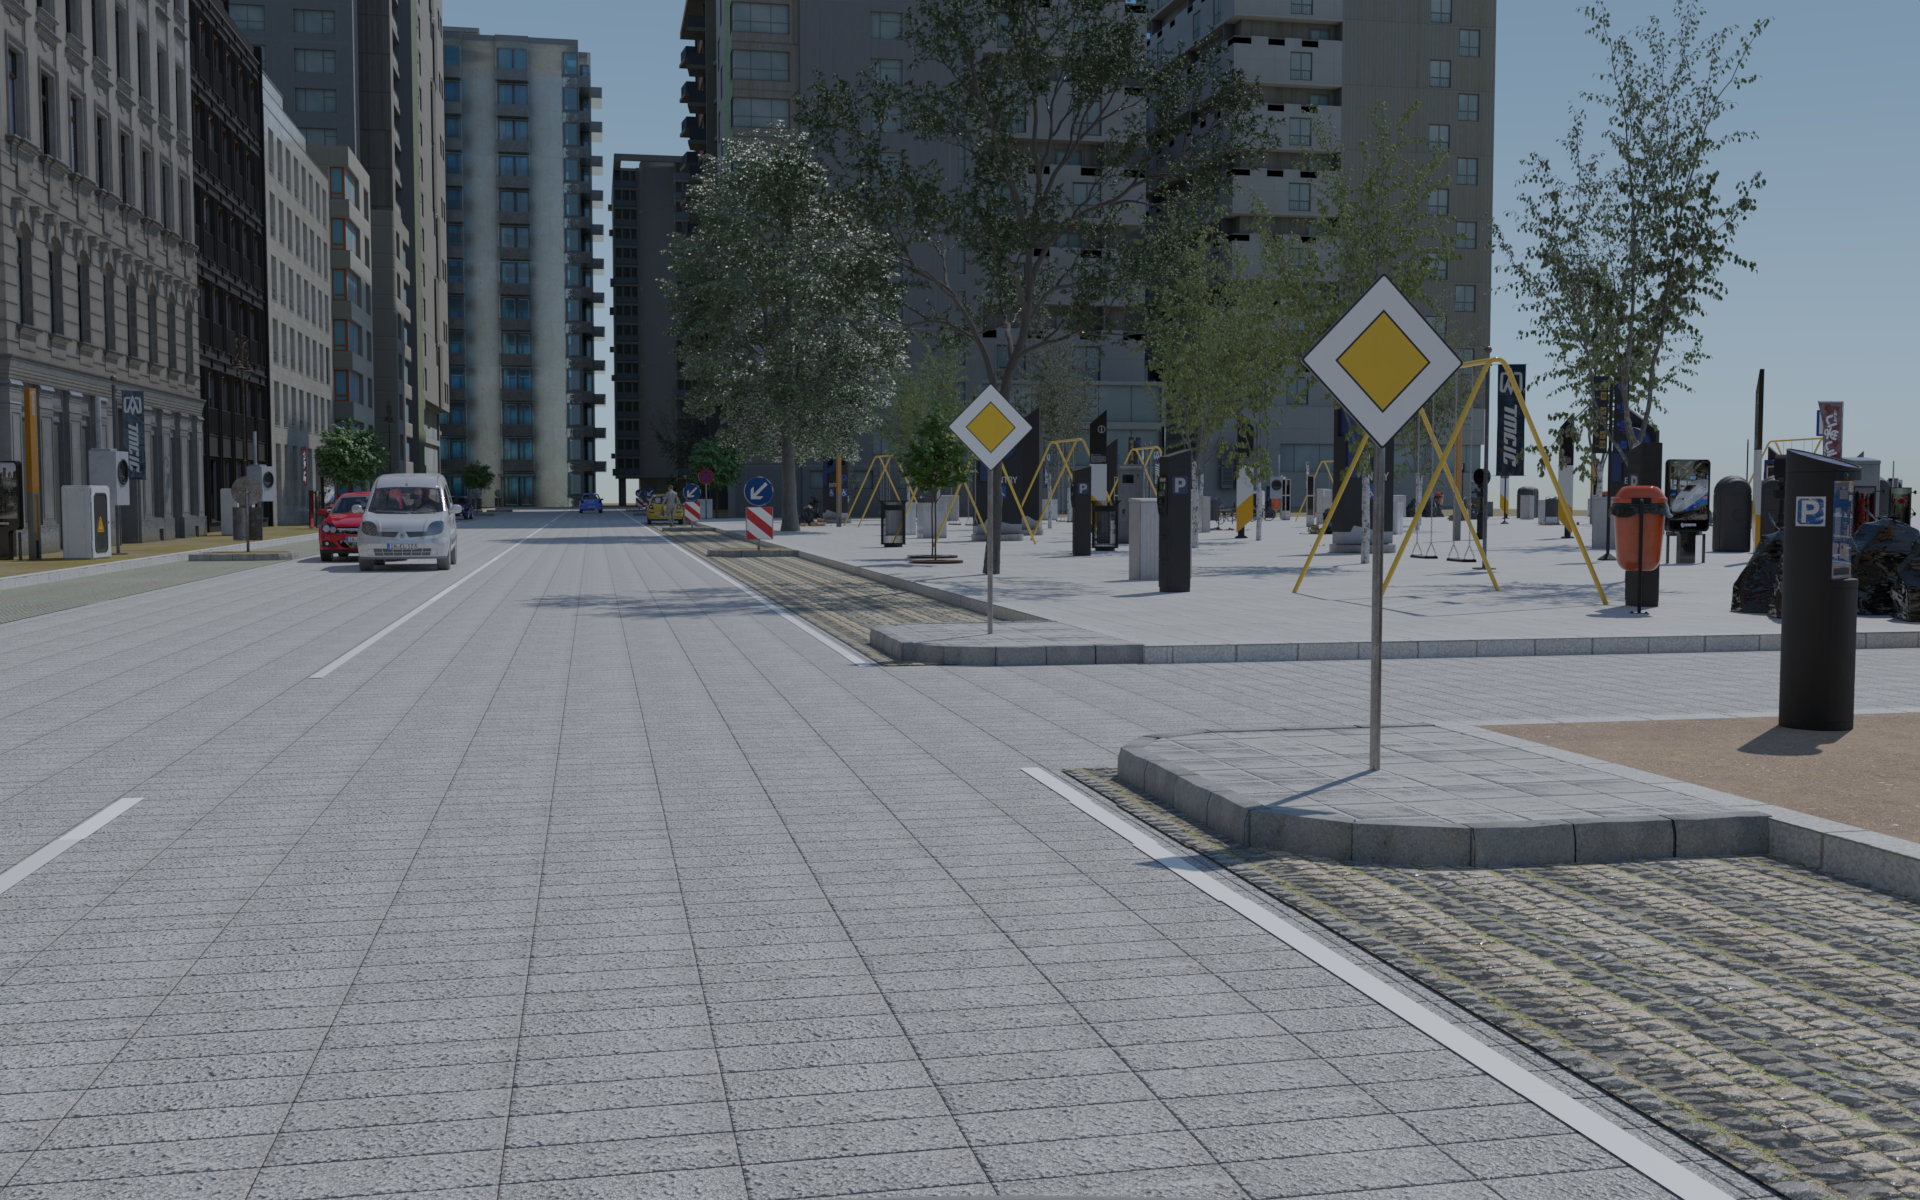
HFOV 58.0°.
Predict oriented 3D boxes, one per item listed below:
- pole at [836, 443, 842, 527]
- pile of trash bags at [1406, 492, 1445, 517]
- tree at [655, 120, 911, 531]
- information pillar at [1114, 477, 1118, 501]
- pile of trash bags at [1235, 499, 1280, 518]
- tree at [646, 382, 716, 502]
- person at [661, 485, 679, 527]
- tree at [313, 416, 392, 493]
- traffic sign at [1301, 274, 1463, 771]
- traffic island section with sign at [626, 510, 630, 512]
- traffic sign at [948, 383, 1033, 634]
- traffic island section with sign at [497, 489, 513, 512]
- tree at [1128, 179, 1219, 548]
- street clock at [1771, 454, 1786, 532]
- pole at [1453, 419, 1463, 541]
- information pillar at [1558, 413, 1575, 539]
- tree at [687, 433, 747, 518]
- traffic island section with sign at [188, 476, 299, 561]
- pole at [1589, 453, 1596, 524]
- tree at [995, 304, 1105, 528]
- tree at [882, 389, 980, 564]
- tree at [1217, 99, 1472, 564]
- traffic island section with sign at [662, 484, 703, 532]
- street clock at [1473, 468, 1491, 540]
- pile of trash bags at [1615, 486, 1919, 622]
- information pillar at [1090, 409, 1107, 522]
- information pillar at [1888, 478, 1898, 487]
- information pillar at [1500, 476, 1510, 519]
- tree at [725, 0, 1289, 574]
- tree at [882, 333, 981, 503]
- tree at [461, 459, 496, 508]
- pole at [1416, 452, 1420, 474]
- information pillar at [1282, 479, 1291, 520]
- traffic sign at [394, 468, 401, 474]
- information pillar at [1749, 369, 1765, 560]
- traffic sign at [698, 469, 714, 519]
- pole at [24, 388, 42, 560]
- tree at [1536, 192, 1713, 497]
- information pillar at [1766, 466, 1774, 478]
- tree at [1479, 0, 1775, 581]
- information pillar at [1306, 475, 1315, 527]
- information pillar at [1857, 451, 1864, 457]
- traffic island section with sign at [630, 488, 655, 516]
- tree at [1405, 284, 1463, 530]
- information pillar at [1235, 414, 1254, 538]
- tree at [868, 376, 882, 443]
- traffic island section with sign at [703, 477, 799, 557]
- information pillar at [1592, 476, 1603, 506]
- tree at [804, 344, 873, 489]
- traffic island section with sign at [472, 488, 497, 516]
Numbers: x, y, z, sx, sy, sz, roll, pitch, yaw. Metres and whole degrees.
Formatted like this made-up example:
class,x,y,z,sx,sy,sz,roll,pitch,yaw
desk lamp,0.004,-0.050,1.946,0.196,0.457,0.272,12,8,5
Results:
class,x,y,z,sx,sy,sz,roll,pitch,yaw
pole,-4.719,-4.498,67.389,0.158,3.312,0.155,0,3,0
pile of trash bags,26.138,-5.309,96.555,1.912,1.369,3.447,3,4,37
tree,-5.848,-9.354,59.593,9.857,13.997,8.962,0,3,0
information pillar,6.746,-4.220,73.487,0.304,2.012,0.304,3,5,43
pile of trash bags,16.126,-5.043,92.213,1.912,1.369,3.447,-1,4,-20
tree,-17.954,-9.891,112.072,4.360,8.622,3.978,0,3,0
person,-12.442,-4.020,74.352,0.709,1.813,0.853,-3,5,-39
tree,-25.485,-5.431,72.511,4.285,4.588,4.351,0,3,0
traffic sign,1.927,-0.266,7.994,0.795,2.450,0.064,-1,4,-12
traffic island section with sign,-26.472,-8.176,142.299,1.989,1.847,2.006,-1,4,-12
traffic sign,0.273,-0.744,15.806,0.795,2.450,0.064,-1,4,-12
traffic island section with sign,-37.123,-8.014,139.650,1.989,1.847,2.006,-1,4,-12
tree,5.646,-5.517,40.558,4.737,8.622,4.395,0,3,0
street clock,14.998,-1.655,31.623,0.358,2.002,0.471,2,4,34
pole,13.634,-3.279,47.452,0.158,3.312,0.155,0,3,0
information pillar,17.553,-3.594,50.119,0.183,3.616,0.504,-2,4,-28
tree,-12.873,-6.595,91.548,4.285,4.588,4.351,0,3,0
traffic island section with sign,-15.543,-1.778,37.701,1.989,1.847,2.006,-1,4,-12
pole,26.805,-4.862,73.343,0.158,3.312,0.155,0,3,0
tree,3.244,-6.959,64.146,4.360,8.622,3.978,0,3,0
tree,-0.569,-2.290,32.044,1.663,3.219,1.824,0,3,0
tree,7.247,-4.976,31.725,4.737,8.622,4.395,0,3,0
traffic island section with sign,-10.466,-3.552,66.699,1.989,1.847,2.006,-1,4,-12
street clock,14.715,-2.709,48.867,0.358,2.002,0.471,-2,4,-26
pile of trash bags,8.716,-0.528,18.391,3.447,1.369,1.912,1,4,17
information pillar,3.832,-3.457,47.875,0.504,3.616,0.183,0,4,3
information pillar,42.107,-4.508,78.200,0.304,2.012,0.304,-1,4,-14
information pillar,28.296,-6.029,89.930,0.504,3.616,0.183,-1,4,-14
tree,0.524,-5.669,27.098,8.767,10.594,7.601,0,4,-7
tree,-0.992,-7.663,75.660,4.737,8.622,4.395,0,3,0
tree,-45.220,-10.929,162.401,4.285,4.588,4.351,0,3,0
pole,22.364,-5.550,84.589,0.158,3.312,0.155,0,3,0
information pillar,15.948,-4.905,84.689,0.304,2.012,0.304,-2,4,-27
traffic sign,-28.028,-5.284,86.402,0.884,2.594,0.081,0,4,-7
information pillar,15.037,-2.525,32.643,0.183,3.616,0.504,1,4,17
traffic sign,-12.810,-5.338,87.385,0.768,2.556,0.104,0,4,-6
pole,-17.925,-2.424,33.472,0.158,3.312,0.155,0,3,0
tree,16.241,-5.685,43.313,4.737,8.622,4.395,0,3,0
information pillar,21.239,-2.492,45.238,0.304,2.012,0.304,3,5,39
tree,9.892,-4.596,25.503,4.360,8.622,3.978,0,3,0
information pillar,13.706,-3.867,67.721,0.304,2.012,0.304,1,4,13
information pillar,48.810,-6.282,94.059,0.504,3.616,0.183,0,4,-4
traffic island section with sign,-20.832,-6.545,115.646,1.989,1.847,2.006,-1,4,-12
tree,16.466,-6.778,61.177,4.360,8.622,3.978,0,3,0
information pillar,8.244,-3.597,50.173,0.504,3.616,0.183,0,4,-4
tree,-2.682,-8.346,86.814,4.737,8.622,4.395,0,3,0
traffic island section with sign,-4.826,-1.922,40.057,1.989,1.847,2.006,-1,4,-12
information pillar,25.622,-3.983,69.621,0.304,2.012,0.304,-3,5,-44
tree,-6.173,-7.970,80.669,4.360,8.622,3.978,0,3,0
traffic island section with sign,-31.514,-6.395,113.192,1.989,1.847,2.006,-1,4,-12
